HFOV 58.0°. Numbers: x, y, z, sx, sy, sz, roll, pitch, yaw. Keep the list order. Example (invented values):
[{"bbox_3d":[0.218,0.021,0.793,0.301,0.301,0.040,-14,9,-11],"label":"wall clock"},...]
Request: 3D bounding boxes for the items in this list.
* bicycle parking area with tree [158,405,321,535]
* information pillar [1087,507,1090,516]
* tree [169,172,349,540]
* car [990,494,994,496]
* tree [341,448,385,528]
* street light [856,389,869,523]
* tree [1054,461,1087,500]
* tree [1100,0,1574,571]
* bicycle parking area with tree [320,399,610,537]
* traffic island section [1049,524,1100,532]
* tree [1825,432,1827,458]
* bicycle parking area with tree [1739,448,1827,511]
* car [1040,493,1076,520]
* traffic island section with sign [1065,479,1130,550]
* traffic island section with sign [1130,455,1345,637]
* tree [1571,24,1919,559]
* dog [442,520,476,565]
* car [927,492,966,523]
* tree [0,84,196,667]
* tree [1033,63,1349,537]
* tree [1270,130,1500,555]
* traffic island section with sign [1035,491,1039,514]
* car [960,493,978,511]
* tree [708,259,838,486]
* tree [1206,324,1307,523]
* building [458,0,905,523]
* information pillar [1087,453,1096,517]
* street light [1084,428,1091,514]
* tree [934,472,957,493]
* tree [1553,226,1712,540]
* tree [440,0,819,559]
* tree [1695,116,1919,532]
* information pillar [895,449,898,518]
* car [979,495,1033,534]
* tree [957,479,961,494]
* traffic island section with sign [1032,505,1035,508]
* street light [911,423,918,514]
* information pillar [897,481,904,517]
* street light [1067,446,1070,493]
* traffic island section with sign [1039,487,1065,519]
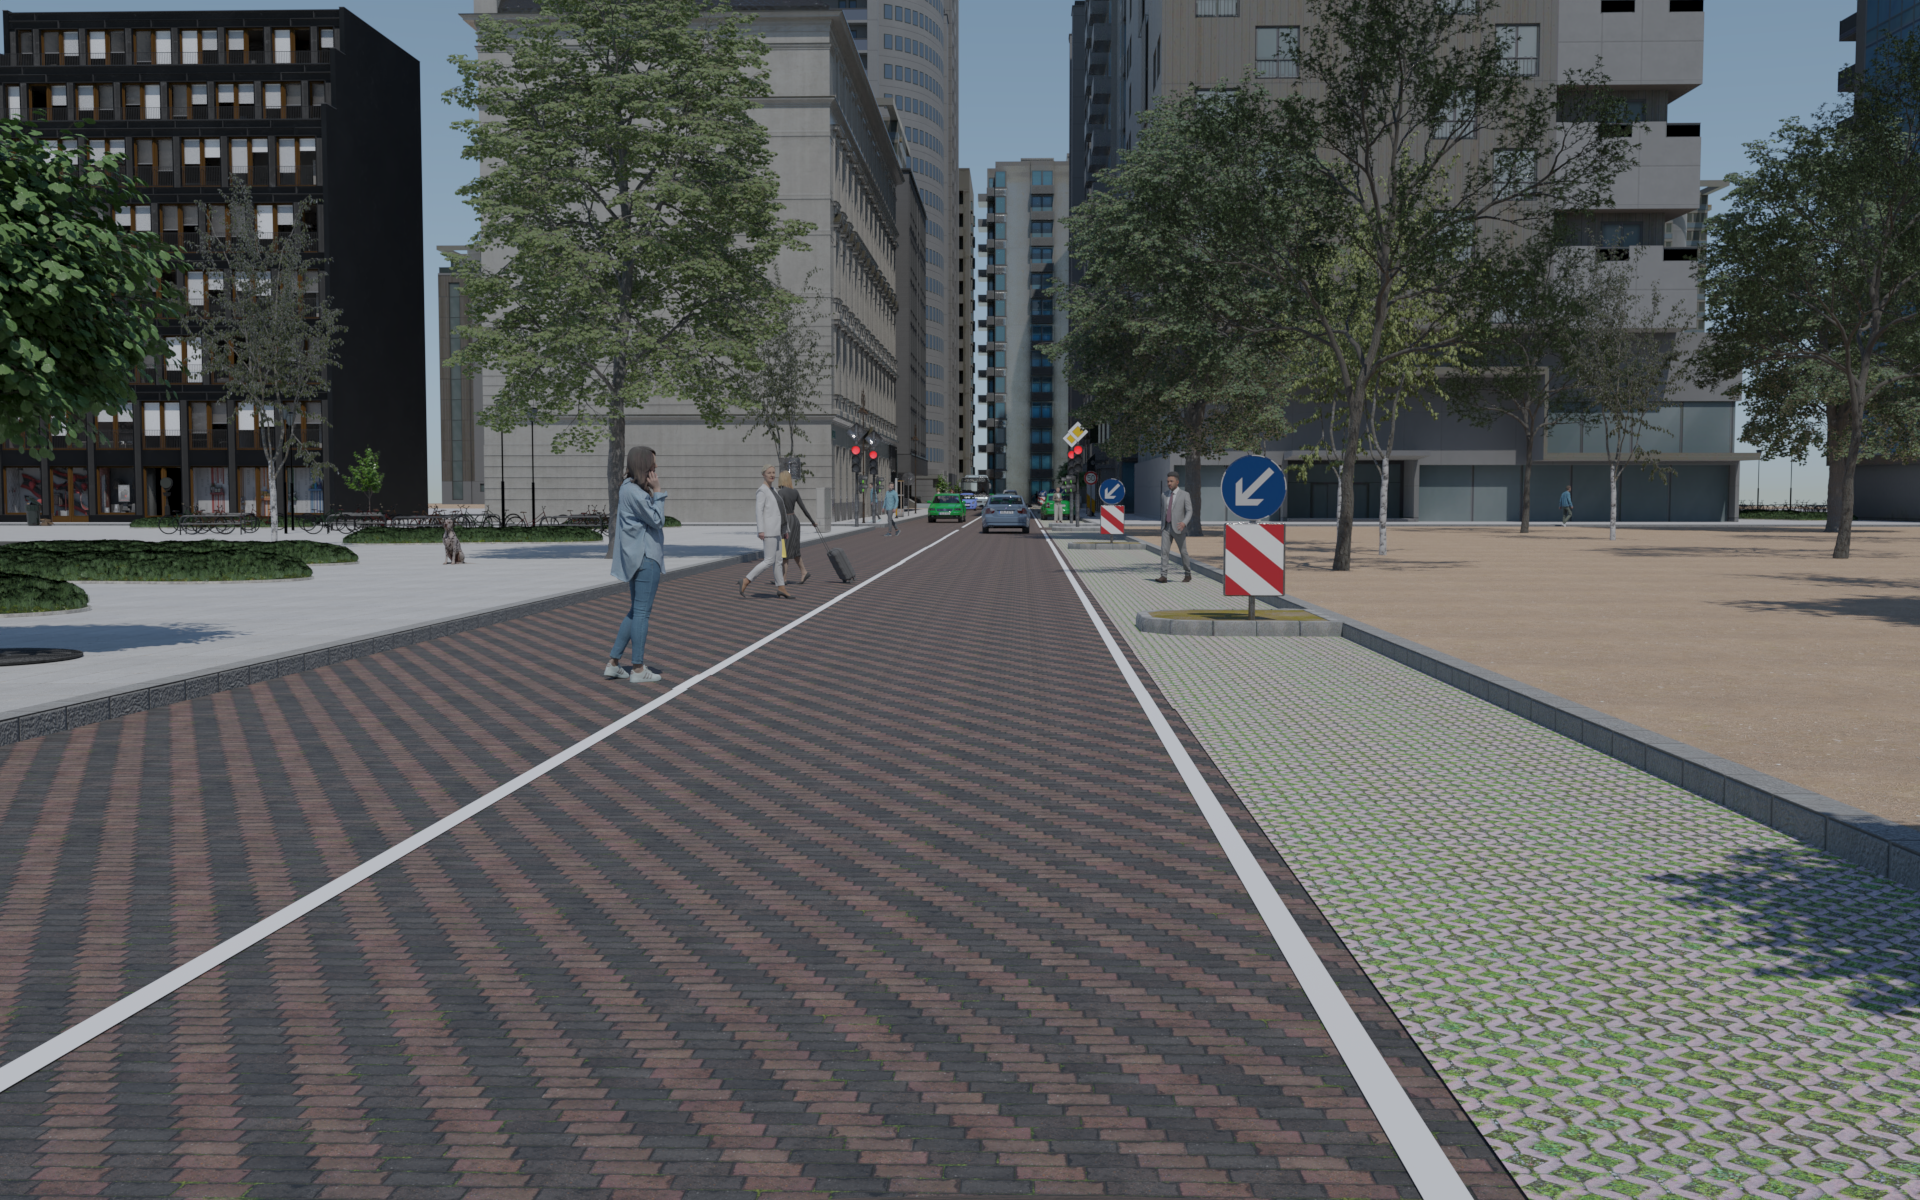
[{"bbox_3d":[-22.728,-4.353,58.175,9.016,4.147,8.231,0,4,-5],"label":"bicycle parking area with tree"},{"bbox_3d":[7.623,-5.909,101.111,0.304,2.012,0.304,-2,4,-25],"label":"information pillar"},{"bbox_3d":[-15.921,-5.471,39.814,4.360,8.622,3.978,0,3,0],"label":"tree"},{"bbox_3d":[3.787,-13.211,224.802,1.959,1.807,4.718,0,4,3],"label":"car"},{"bbox_3d":[-22.453,-4.369,66.037,1.663,3.219,1.824,0,3,0],"label":"tree"},{"bbox_3d":[-4.233,-6.309,75.940,0.468,5.910,1.993,0,4,2],"label":"street light"},{"bbox_3d":[9.431,-9.899,145.569,4.285,4.588,4.351,0,3,0],"label":"tree"},{"bbox_3d":[6.456,-5.746,28.365,8.767,10.594,7.601,-1,4,-15],"label":"tree"},{"bbox_3d":[-13.818,-4.146,54.784,9.016,4.147,8.231,1,4,9],"label":"bicycle parking area with tree"},{"bbox_3d":[4.586,-2.754,67.301,2.009,0.180,2.903,0,4,2],"label":"traffic island section"},{"bbox_3d":[64.425,-9.395,116.510,11.467,7.101,20.602,0,4,0],"label":"tree"},{"bbox_3d":[51.248,-7.483,109.347,9.016,4.147,8.231,1,4,17],"label":"bicycle parking area with tree"},{"bbox_3d":[5.361,-5.261,94.814,1.959,1.807,4.718,0,4,0],"label":"car"},{"bbox_3d":[3.822,-2.238,45.217,1.989,1.847,2.006,0,4,2],"label":"traffic island section with sign"},{"bbox_3d":[2.883,-0.589,18.251,1.989,1.847,2.006,0,4,2],"label":"traffic island section with sign"},{"bbox_3d":[17.738,-6.083,33.866,8.767,10.594,7.601,-3,5,-42],"label":"tree"},{"bbox_3d":[-9.169,-1.062,31.738,0.800,0.831,0.513,-3,5,-42],"label":"dog"},{"bbox_3d":[-0.648,-4.820,87.610,1.959,1.807,4.718,0,4,3],"label":"car"},{"bbox_3d":[-7.654,-1.804,13.213,4.285,4.588,4.351,0,3,0],"label":"tree"},{"bbox_3d":[6.960,-8.909,52.324,9.857,13.997,8.962,0,3,0],"label":"tree"},{"bbox_3d":[9.018,-5.253,36.256,4.737,8.622,4.395,0,3,0],"label":"tree"},{"bbox_3d":[6.672,-7.228,126.804,1.989,1.847,2.006,0,4,2],"label":"traffic island section with sign"},{"bbox_3d":[0.595,-8.525,148.970,1.945,1.707,3.694,0,4,2],"label":"car"},{"bbox_3d":[-5.563,-6.283,53.093,4.360,8.622,3.978,0,3,0],"label":"tree"},{"bbox_3d":[10.385,-6.791,61.389,4.360,8.622,3.978,0,3,0],"label":"tree"},{"bbox_3d":[-12.888,-19.708,98.633,17.030,29.872,44.131,0,4,2],"label":"building"},{"bbox_3d":[7.468,-6.556,98.547,0.504,3.616,0.183,-1,4,-13],"label":"information pillar"},{"bbox_3d":[8.215,-8.490,111.601,0.468,5.910,1.993,0,4,2],"label":"street light"},{"bbox_3d":[-1.627,-9.427,148.727,1.663,3.219,1.824,0,3,0],"label":"tree"},{"bbox_3d":[18.115,-5.943,47.527,4.360,8.622,3.978,0,3,0],"label":"tree"},{"bbox_3d":[-6.456,-7.101,34.231,7.486,12.596,7.792,0,3,0],"label":"tree"},{"bbox_3d":[29.550,-9.245,57.807,9.857,13.997,8.962,0,3,0],"label":"tree"},{"bbox_3d":[-3.340,-6.099,91.077,0.183,3.616,0.504,0,4,2],"label":"information pillar"},{"bbox_3d":[1.690,-3.184,64.061,2.014,1.417,4.499,0,4,1],"label":"car"},{"bbox_3d":[0.072,-12.813,204.090,1.663,3.219,1.824,0,3,0],"label":"tree"},{"bbox_3d":[8.448,-10.332,177.562,1.989,1.847,2.006,0,4,2],"label":"traffic island section with sign"},{"bbox_3d":[-2.910,-8.592,113.260,0.468,5.910,1.993,0,4,2],"label":"street light"},{"bbox_3d":[-3.314,-5.608,96.178,0.304,2.012,0.304,2,4,28],"label":"information pillar"},{"bbox_3d":[9.421,-10.812,149.563,0.468,5.910,1.993,0,4,2],"label":"street light"},{"bbox_3d":[5.731,-5.580,99.865,1.989,1.847,2.006,0,4,2],"label":"traffic island section with sign"}]
